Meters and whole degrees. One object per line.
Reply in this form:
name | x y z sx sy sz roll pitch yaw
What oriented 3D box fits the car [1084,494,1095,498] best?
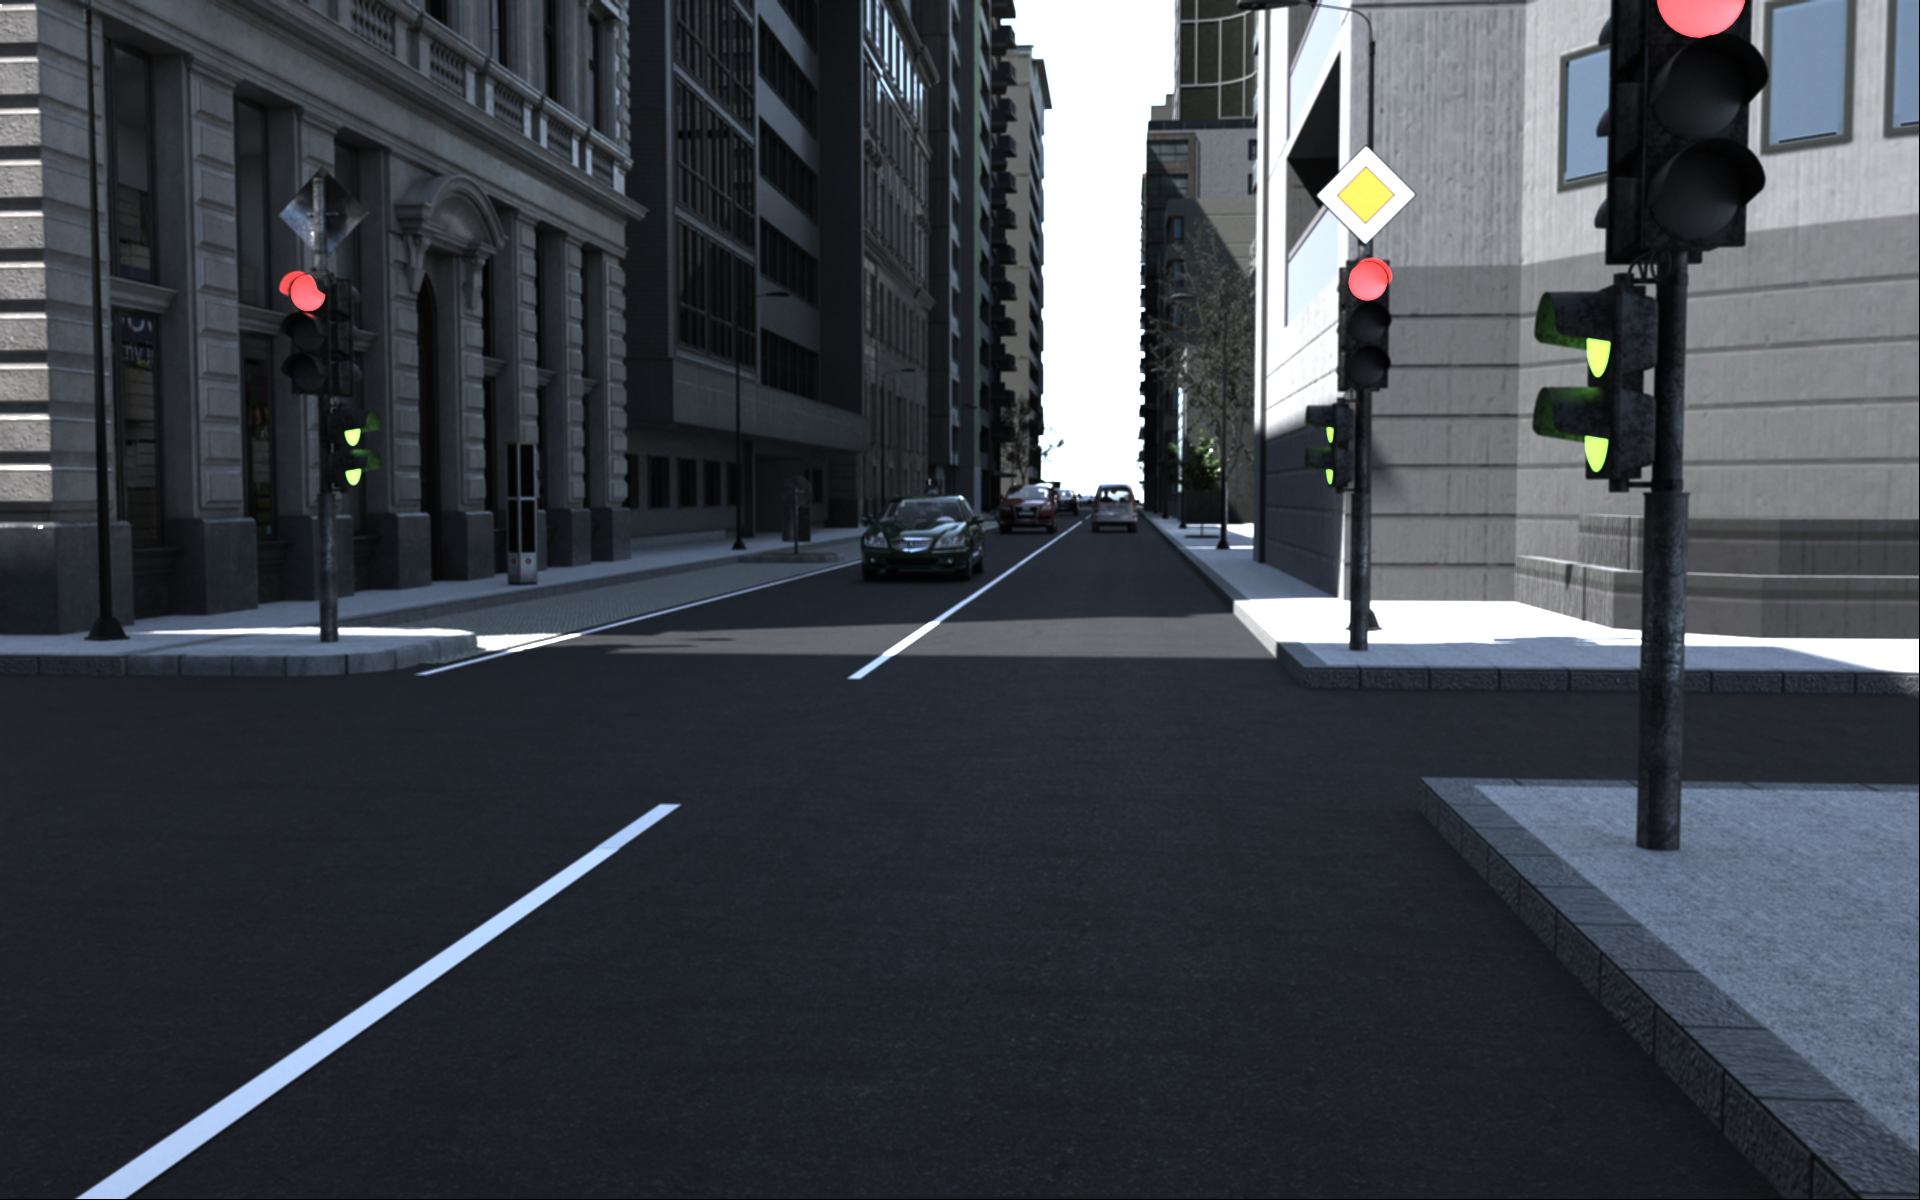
car | 16.702 -13.000 224.349 2.131 1.459 4.920 0 4 5

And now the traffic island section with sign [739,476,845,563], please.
traffic island section with sign | -3.496 -1.711 36.598 1.989 1.847 2.006 0 4 5

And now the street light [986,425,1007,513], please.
street light | 2.472 -8.812 116.621 1.470 5.913 1.316 0 4 5

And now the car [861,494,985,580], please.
car | -0.586 -1.132 30.303 2.131 1.459 4.920 0 4 5

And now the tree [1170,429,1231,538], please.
tree | 7.149 -3.459 51.161 1.663 3.219 1.824 0 3 0

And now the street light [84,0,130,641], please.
street light | -6.997 -2.601 15.065 1.470 5.913 1.316 0 4 5

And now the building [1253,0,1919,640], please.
building | 18.951 -29.366 22.138 28.212 58.520 21.231 0 4 5

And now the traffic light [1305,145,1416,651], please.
traffic light | 3.261 -1.542 14.136 0.839 4.253 0.868 0 4 5

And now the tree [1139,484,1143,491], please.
tree | 19.147 -11.103 176.138 1.663 3.219 1.824 0 3 0

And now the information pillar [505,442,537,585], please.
information pillar | -6.195 -1.222 24.475 0.304 2.012 0.304 3 5 41

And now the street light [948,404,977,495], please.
street light | 0.222 -7.278 91.540 1.470 5.913 1.316 0 4 5

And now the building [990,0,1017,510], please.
building | -6.856 -29.732 140.746 22.147 44.769 28.867 0 4 5

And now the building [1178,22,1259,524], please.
building | 20.452 -46.118 66.693 22.319 86.520 31.000 0 4 5

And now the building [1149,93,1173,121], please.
building | 33.019 -35.593 205.647 21.300 48.544 21.600 0 4 5

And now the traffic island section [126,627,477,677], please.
traffic island section | -5.503 0.441 15.069 2.009 0.180 2.903 0 4 5

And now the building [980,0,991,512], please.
building | -9.374 -30.075 115.424 21.300 48.544 21.600 0 4 5

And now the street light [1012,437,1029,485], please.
street light | 4.788 -10.285 140.698 1.470 5.913 1.316 0 4 5

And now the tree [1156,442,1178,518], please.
tree | 12.398 -6.820 95.214 4.285 4.588 4.351 0 3 0

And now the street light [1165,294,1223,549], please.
street light | 5.604 -4.145 40.320 1.470 5.913 1.316 0 4 5

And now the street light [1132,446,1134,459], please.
street light | 14.994 -10.310 141.113 1.470 5.913 1.316 0 4 5

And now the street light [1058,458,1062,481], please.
street light | 12.381 -15.283 222.418 1.470 5.913 1.316 0 4 5

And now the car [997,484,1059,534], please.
car | 2.567 -3.405 64.347 2.281 1.827 5.304 0 4 5

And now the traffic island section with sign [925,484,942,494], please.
traffic island section with sign | -0.955 -3.375 63.804 1.989 1.847 2.006 0 4 5

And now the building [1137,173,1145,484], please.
building | 34.920 -35.245 230.882 22.147 44.769 28.867 0 4 5

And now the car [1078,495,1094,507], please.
car | 14.294 -11.204 195.548 2.083 1.381 4.827 0 4 5

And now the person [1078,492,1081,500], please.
person | 17.047 -14.528 246.697 0.551 1.740 0.621 -3 5 -42

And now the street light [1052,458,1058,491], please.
street light | 10.191 -13.810 198.329 1.470 5.913 1.316 0 4 5

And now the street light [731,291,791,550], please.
street light | -4.572 -4.116 39.833 1.470 5.913 1.316 0 4 5

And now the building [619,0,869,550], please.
building | -11.783 -14.127 50.051 14.314 24.678 30.058 0 4 5

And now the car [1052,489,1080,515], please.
car | 7.100 -6.752 119.070 2.281 1.827 5.304 0 4 4

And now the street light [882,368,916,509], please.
street light | -2.317 -5.604 64.164 1.470 5.913 1.316 0 4 5

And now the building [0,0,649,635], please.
building | -12.099 -11.974 24.652 11.050 23.489 19.941 0 4 5

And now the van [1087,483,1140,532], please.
van | 5.878 -3.618 66.160 2.013 2.044 4.112 0 4 3

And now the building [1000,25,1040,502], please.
building | -2.694 -34.313 184.719 21.300 48.544 21.600 0 4 5

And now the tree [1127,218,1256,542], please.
tree | 6.959 -5.840 45.851 4.360 8.622 3.978 0 3 0

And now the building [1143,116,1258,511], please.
building | 21.585 -22.315 136.558 14.160 30.474 14.107 0 4 5

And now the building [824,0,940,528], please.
building | -8.349 -17.128 77.300 12.463 27.353 25.104 0 4 5

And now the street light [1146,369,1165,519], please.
street light | 7.770 -5.619 64.411 1.470 5.913 1.316 0 4 5

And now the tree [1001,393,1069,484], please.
tree | 5.990 -13.736 158.989 8.767 10.594 7.601 1 4 9

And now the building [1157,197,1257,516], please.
building | 27.246 -16.496 114.750 27.650 21.520 28.899 0 4 5

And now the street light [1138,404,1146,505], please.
street light | 10.311 -7.293 91.784 1.470 5.913 1.316 0 4 5

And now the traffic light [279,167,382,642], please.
traffic light | -5.464 -1.591 14.930 0.839 4.253 0.868 0 4 5

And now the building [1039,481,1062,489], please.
building | -2.393 -33.264 235.740 32.217 40.220 23.993 0 4 5

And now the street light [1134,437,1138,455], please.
street light | 12.655 -8.814 116.650 1.470 5.913 1.316 0 4 5

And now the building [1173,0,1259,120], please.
building | 27.061 -43.667 152.208 20.563 71.187 20.611 0 4 5

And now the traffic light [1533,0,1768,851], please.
traffic light | 2.520 -1.056 6.186 0.839 4.253 0.868 0 4 5

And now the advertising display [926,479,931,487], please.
advertising display | -1.374 -4.333 76.065 0.123 1.923 0.974 0 4 4

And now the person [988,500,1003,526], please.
person | 1.761 -3.949 78.559 1.012 1.151 0.738 -2 4 -27

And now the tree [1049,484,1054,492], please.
tree | 13.608 -15.582 249.369 1.663 3.219 1.824 0 3 0

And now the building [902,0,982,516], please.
building | -6.346 -25.293 97.128 14.154 41.232 14.086 0 4 5

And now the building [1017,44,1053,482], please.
building | -3.635 -37.947 209.666 28.713 52.752 27.495 0 4 5

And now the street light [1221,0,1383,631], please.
street light | 3.277 -2.673 16.243 1.470 5.913 1.316 0 4 5

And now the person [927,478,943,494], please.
person | -0.543 -1.936 40.240 0.616 1.811 0.778 -3 4 -38

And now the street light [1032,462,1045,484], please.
street light | 7.872 -12.329 174.123 1.470 5.913 1.316 0 4 5
